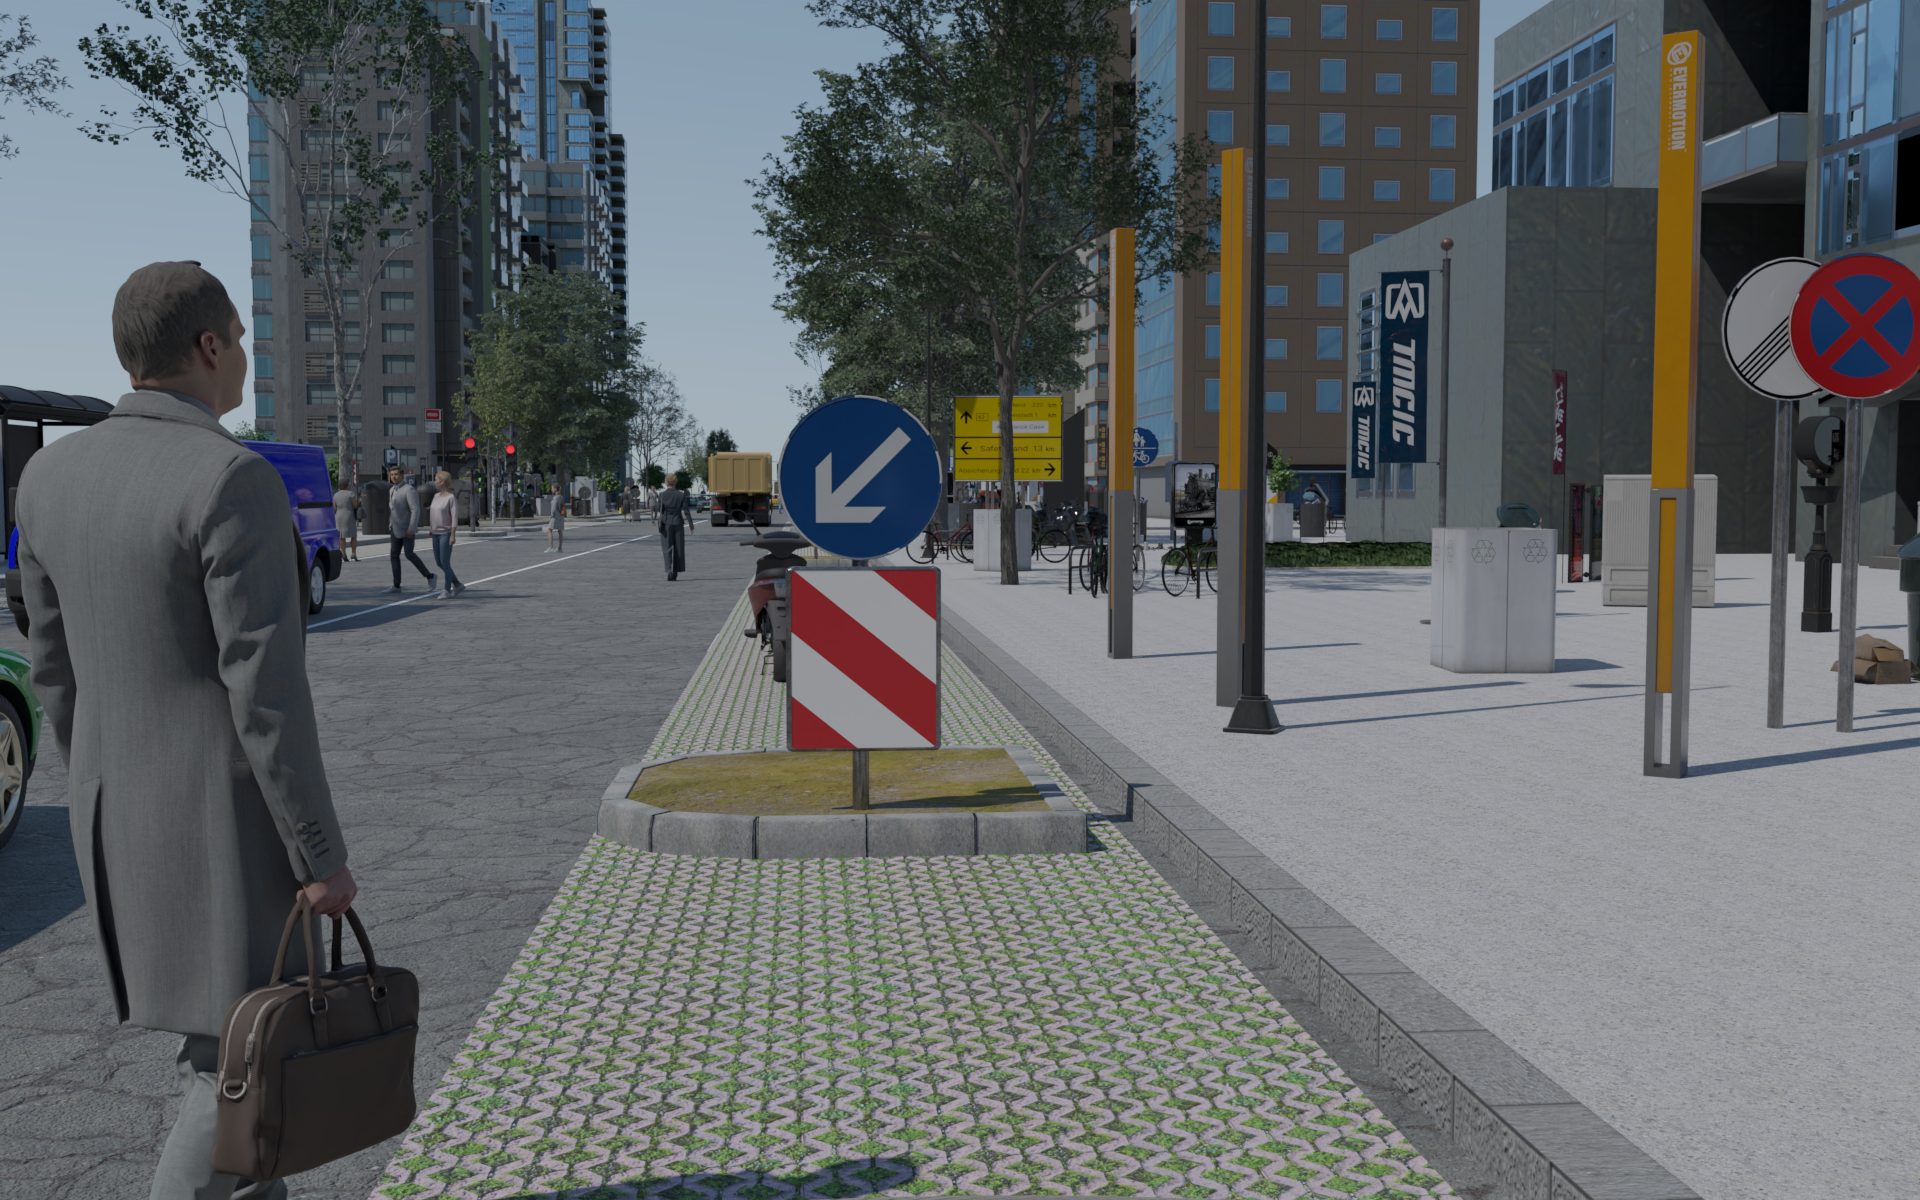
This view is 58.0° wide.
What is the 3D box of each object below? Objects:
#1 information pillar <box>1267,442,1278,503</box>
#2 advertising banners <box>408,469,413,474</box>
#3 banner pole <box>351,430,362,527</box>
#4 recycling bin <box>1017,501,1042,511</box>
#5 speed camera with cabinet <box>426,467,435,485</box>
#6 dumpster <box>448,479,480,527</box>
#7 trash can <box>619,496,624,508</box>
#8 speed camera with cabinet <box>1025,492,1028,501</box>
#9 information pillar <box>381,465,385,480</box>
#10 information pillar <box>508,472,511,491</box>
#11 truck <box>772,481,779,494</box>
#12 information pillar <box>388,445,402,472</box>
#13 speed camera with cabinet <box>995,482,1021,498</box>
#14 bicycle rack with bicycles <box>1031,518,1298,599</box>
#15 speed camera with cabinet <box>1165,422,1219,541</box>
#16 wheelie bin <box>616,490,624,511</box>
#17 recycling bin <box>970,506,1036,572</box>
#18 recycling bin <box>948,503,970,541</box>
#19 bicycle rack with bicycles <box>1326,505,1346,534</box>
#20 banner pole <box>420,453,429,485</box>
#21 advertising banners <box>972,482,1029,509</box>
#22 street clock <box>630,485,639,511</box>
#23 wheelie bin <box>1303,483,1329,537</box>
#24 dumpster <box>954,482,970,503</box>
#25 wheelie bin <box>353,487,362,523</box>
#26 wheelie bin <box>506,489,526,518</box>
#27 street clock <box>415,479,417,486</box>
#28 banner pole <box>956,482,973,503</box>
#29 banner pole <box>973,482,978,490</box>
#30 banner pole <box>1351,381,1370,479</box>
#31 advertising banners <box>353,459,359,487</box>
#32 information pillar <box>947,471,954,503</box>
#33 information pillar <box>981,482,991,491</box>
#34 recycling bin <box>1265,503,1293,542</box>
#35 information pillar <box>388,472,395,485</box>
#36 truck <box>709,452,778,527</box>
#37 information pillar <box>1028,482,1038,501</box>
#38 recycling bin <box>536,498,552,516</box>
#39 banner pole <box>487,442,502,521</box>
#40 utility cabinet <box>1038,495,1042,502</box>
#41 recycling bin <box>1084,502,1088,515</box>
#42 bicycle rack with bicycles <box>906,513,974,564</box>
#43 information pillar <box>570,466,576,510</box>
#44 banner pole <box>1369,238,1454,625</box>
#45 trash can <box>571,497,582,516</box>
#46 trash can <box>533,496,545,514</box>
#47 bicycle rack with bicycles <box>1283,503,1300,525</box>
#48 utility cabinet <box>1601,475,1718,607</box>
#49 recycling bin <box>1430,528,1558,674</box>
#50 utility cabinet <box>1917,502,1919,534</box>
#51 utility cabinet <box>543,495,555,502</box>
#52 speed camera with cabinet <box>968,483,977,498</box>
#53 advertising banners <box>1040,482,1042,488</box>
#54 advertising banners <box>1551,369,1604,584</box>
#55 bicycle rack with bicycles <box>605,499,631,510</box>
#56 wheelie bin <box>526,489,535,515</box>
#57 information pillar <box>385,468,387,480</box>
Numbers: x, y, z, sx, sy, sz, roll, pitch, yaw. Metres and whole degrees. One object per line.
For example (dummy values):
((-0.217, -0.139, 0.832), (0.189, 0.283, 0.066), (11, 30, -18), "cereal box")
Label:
((14.025, -5.295, 77.920), (0.504, 3.616, 0.183), (1, 4, 9), "information pillar")
((-39.365, -7.696, 122.011), (2.074, 3.025, 0.090), (1, 4, 21), "advertising banners")
((-23.711, -4.741, 67.528), (0.863, 3.779, 0.401), (1, 4, 20), "banner pole")
((2.525, -2.846, 59.081), (0.722, 1.027, 0.722), (3, 5, 41), "recycling bin")
((-38.654, -8.074, 126.339), (0.660, 3.252, 2.038), (-1, 4, -19), "speed camera with cabinet")
((-19.424, -3.765, 67.315), (1.264, 1.857, 1.865), (0, 4, -5), "dumpster")
((-24.626, -7.053, 126.963), (0.748, 1.137, 0.748), (0, 3, 0), "trash can")
((4.438, -8.912, 140.046), (2.038, 3.252, 0.660), (-1, 4, -15), "speed camera with cabinet")
((-45.650, -8.929, 137.342), (0.183, 3.616, 0.504), (3, 5, 42), "information pillar")
((-29.190, -7.429, 112.816), (0.504, 3.616, 0.183), (1, 4, 13), "information pillar")
((-26.780, -16.254, 261.669), (3.469, 3.379, 9.791), (0, 4, -7), "truck")
((-26.545, -5.517, 81.558), (0.504, 3.616, 0.183), (-1, 4, -13), "information pillar")
((3.792, -8.669, 136.077), (2.038, 3.252, 0.660), (2, 4, 27), "speed camera with cabinet")
((2.417, -0.546, 22.310), (2.852, 0.926, 2.925), (2, 4, 32), "bicycle rack with bicycles")
((6.555, -3.252, 47.504), (0.660, 3.252, 2.038), (-3, 5, -39), "speed camera with cabinet")
((-25.859, -7.611, 132.347), (0.693, 1.594, 0.980), (-3, 4, -36), "wheelie bin")
((0.712, -1.002, 28.930), (0.722, 1.027, 0.722), (3, 5, 40), "recycling bin")
((0.104, -2.137, 47.499), (0.722, 1.027, 0.722), (2, 4, 30), "recycling bin")
((12.922, -2.576, 55.495), (2.852, 0.926, 2.925), (0, 4, -6), "bicycle rack with bicycles")
((-32.294, -7.009, 104.618), (0.401, 3.779, 0.863), (2, 4, 28), "banner pole")
((1.408, -3.722, 57.040), (2.074, 3.025, 0.090), (1, 4, 18), "advertising banners")
((-25.699, -8.126, 137.432), (0.471, 2.002, 0.358), (-2, 4, -24), "street clock")
((10.594, -2.672, 51.596), (0.693, 1.594, 0.980), (1, 4, 20), "wheelie bin")
((-0.234, -4.049, 71.957), (1.264, 1.857, 1.865), (0, 4, -5), "dumpster")
((-27.102, -4.286, 77.986), (0.980, 1.594, 0.693), (2, 4, 35), "wheelie bin")
((-23.612, -5.123, 91.664), (0.693, 1.594, 0.980), (-2, 4, -33), "wheelie bin")
((-23.185, -4.193, 73.121), (0.471, 2.002, 0.358), (1, 4, 19), "street clock")
((0.005, -4.291, 60.169), (0.401, 3.779, 0.863), (-1, 4, -21), "banner pole")
((0.764, -6.210, 91.551), (0.401, 3.779, 0.863), (-3, 5, -40), "banner pole")
((8.038, -2.679, 33.824), (0.863, 3.779, 0.401), (2, 4, 26), "banner pole")
((-29.314, -5.453, 85.341), (2.074, 3.025, 0.090), (3, 4, 37), "advertising banners")
((-0.377, -3.160, 56.161), (0.304, 2.012, 0.304), (-2, 4, -27), "information pillar")
((1.068, -4.721, 68.548), (0.504, 3.616, 0.183), (3, 4, 39), "information pillar")
((8.414, -2.065, 46.314), (0.722, 1.027, 0.722), (-2, 4, -27), "recycling bin")
((-18.995, -3.279, 58.106), (0.304, 2.012, 0.304), (-1, 4, -18), "information pillar")
((-9.894, -5.080, 78.981), (3.469, 3.379, 9.791), (0, 4, -5), "truck")
((2.809, -4.636, 67.149), (0.504, 3.616, 0.183), (-3, 5, -41), "information pillar")
((-24.608, -5.497, 102.429), (0.722, 1.027, 0.722), (-2, 4, -31), "recycling bin")
((-22.416, -5.714, 83.433), (0.401, 3.779, 0.863), (3, 5, 44), "banner pole")
((5.090, -5.853, 106.854), (0.306, 1.237, 1.020), (2, 4, 33), "utility cabinet")
((3.796, -2.707, 56.808), (0.722, 1.027, 0.722), (1, 4, 9), "recycling bin")
((0.634, -1.168, 32.477), (2.925, 0.926, 2.852), (1, 4, 10), "bicycle rack with bicycles")
((-27.201, -7.975, 121.743), (0.183, 3.616, 0.504), (1, 4, 19), "information pillar")
((4.539, -1.657, 17.104), (0.863, 3.779, 0.401), (1, 4, 21), "banner pole")
((-22.383, -5.470, 101.083), (0.748, 1.137, 0.748), (0, 3, 0), "trash can")
((-25.588, -5.730, 105.346), (0.748, 1.137, 0.748), (0, 3, 0), "trash can")
((12.944, -3.521, 70.953), (2.925, 0.926, 2.852), (2, 4, 27), "bicycle rack with bicycles")
((7.925, -0.671, 19.651), (1.173, 1.500, 0.318), (1, 4, 16), "utility cabinet")
((3.900, -0.008, 12.693), (0.722, 1.027, 0.722), (0, 4, -1), "recycling bin")
((11.425, -0.517, 19.611), (0.306, 1.237, 1.020), (-3, 5, -41), "utility cabinet")
((-26.142, -6.056, 110.170), (0.306, 1.237, 1.020), (1, 4, 16), "utility cabinet")
((1.384, -8.969, 140.976), (0.660, 3.252, 2.038), (-2, 4, -32), "speed camera with cabinet")
((3.091, -4.762, 74.054), (0.090, 3.025, 2.074), (-3, 4, -37), "advertising banners")
((8.951, -1.766, 25.062), (0.090, 3.025, 2.074), (3, 5, 41), "advertising banners")
((-27.307, -7.728, 139.732), (2.852, 0.926, 2.925), (-2, 4, -30), "bicycle rack with bicycles")
((-26.833, -6.112, 107.837), (0.693, 1.594, 0.980), (2, 4, 29), "wheelie bin")
((-37.370, -7.502, 114.016), (0.504, 3.616, 0.183), (-1, 4, -14), "information pillar")
